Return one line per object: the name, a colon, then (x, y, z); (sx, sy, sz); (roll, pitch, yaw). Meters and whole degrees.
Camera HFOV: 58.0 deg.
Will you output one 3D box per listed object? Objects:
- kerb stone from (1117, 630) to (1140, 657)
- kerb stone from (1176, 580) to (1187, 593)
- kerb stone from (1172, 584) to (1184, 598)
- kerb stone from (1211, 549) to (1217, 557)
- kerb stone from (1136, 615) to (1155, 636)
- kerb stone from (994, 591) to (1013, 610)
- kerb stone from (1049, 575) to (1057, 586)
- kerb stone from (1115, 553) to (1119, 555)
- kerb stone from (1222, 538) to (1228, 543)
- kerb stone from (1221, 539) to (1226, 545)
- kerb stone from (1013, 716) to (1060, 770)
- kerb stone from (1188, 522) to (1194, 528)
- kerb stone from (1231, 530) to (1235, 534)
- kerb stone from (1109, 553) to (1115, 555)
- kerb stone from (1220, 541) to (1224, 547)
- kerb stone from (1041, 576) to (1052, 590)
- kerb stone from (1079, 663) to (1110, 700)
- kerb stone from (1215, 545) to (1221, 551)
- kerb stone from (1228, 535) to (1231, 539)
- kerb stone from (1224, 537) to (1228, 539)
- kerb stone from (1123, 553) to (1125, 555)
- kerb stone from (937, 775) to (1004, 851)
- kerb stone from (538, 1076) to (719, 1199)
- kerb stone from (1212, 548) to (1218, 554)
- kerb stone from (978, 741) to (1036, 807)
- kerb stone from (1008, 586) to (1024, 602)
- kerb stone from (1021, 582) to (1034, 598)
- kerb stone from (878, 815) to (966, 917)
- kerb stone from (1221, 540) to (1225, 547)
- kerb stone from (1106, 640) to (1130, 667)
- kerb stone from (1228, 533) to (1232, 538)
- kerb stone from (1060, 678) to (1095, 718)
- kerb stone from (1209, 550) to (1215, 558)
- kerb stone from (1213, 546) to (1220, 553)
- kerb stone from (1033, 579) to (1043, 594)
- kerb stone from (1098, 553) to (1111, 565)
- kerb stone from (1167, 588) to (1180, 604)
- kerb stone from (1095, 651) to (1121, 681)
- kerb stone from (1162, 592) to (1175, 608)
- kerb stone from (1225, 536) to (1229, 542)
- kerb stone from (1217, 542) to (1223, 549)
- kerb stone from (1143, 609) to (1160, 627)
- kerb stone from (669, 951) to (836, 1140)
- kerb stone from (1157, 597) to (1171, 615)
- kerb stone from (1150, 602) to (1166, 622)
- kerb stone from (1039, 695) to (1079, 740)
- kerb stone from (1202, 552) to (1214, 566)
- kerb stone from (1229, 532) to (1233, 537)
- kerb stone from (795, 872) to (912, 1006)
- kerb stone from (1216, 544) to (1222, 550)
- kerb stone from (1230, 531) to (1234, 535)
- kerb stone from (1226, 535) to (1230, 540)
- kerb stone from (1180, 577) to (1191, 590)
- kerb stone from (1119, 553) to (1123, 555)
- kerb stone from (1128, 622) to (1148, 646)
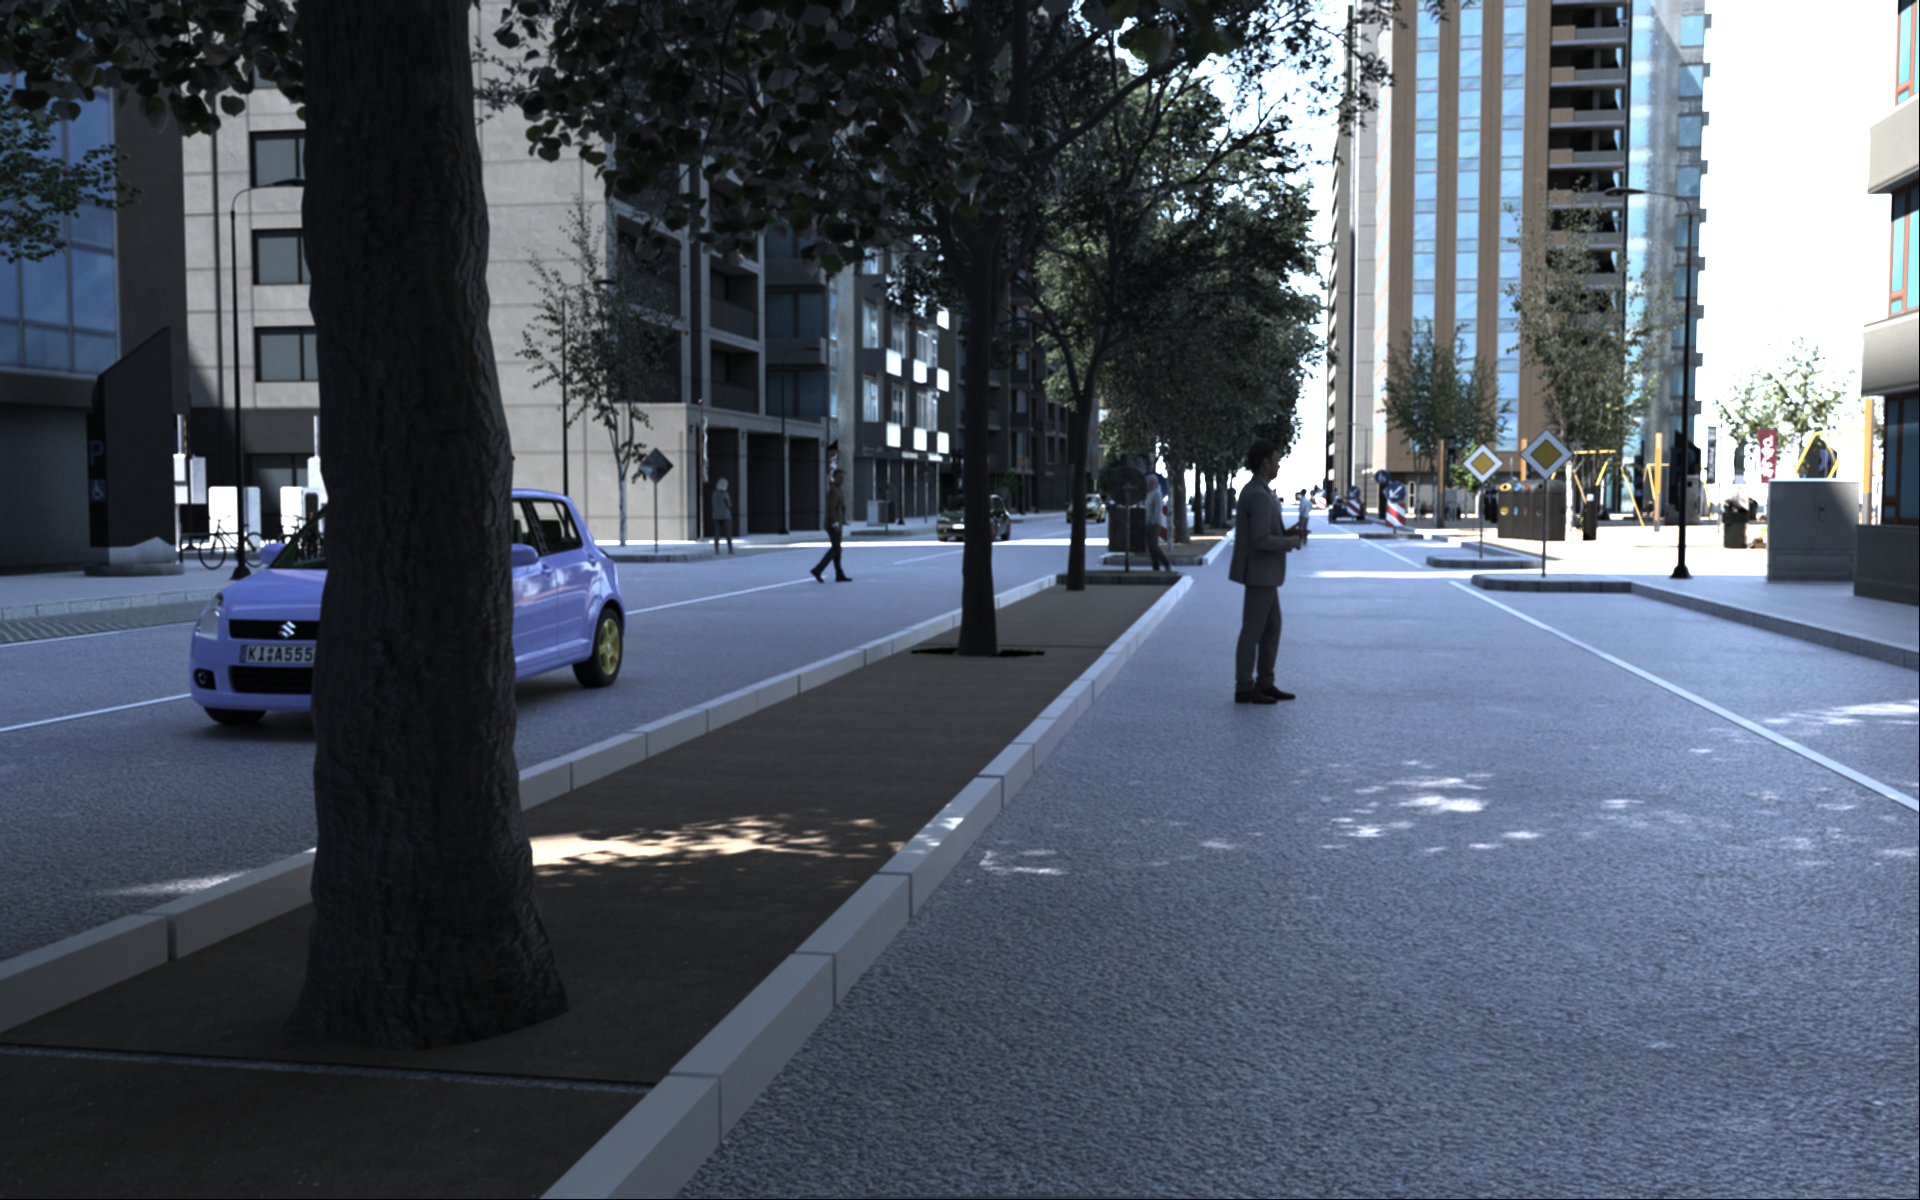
kerb stone: (1.486, 0.410, 15.492); (0.120, 0.150, 1.000); (1, 4, 10)
kerb stone: (3.105, -0.143, 24.584); (0.120, 0.150, 1.000); (1, 4, 10)
kerb stone: (2.926, -0.084, 23.562); (0.120, 0.150, 1.000); (1, 4, 10)
kerb stone: (5.539, -0.981, 38.229); (0.120, 0.150, 1.000); (1, 4, 10)
kerb stone: (1.848, 0.287, 17.510); (0.120, 0.150, 1.000); (1, 4, 10)
kerb stone: (0.508, 0.015, 21.952); (0.120, 0.150, 1.000); (1, 4, 10)
kerb stone: (1.406, -0.293, 26.987); (0.120, 0.150, 1.000); (1, 4, 10)
kerb stone: (3.284, -0.942, 37.604); (0.120, 0.150, 1.000); (1, 4, 10)
kerb stone: (7.166, -1.535, 47.314); (0.120, 0.150, 1.000); (1, 4, 10)
kerb stone: (6.977, -1.475, 46.306); (0.120, 0.150, 1.000); (1, 4, 10)
kerb stone: (0.410, 0.782, 9.413); (0.120, 0.150, 1.000); (1, 4, 10)
kerb stone: (10.308, -3.347, 76.966); (0.120, 0.150, 1.000); (1, 4, 10)
kerb stone: (8.948, -2.153, 57.390); (0.120, 0.150, 1.000); (1, 4, 10)
kerb stone: (3.116, -0.878, 36.596); (0.120, 0.150, 1.000); (1, 4, 10)
kerb stone: (6.619, -1.351, 44.293); (0.120, 0.150, 1.000); (1, 4, 10)
kerb stone: (1.215, -0.228, 25.983); (0.120, 0.150, 1.000); (1, 4, 10)
kerb stone: (0.953, 0.596, 12.454); (0.120, 0.150, 1.000); (1, 4, 10)
kerb stone: (6.077, -1.163, 41.264); (0.120, 0.150, 1.000); (1, 4, 10)
kerb stone: (7.876, -1.778, 51.343); (0.120, 0.150, 1.000); (1, 4, 10)
kerb stone: (7.341, -1.596, 48.321); (0.120, 0.150, 1.000); (1, 4, 10)
kerb stone: (3.651, -1.062, 39.615); (0.120, 0.150, 1.000); (1, 4, 10)
kerb stone: (0.042, 0.912, 7.377); (0.120, 0.150, 1.000); (1, 4, 10)
kerb stone: (-0.677, 1.156, 3.327); (0.120, 0.150, 1.000); (1, 4, 10)
kerb stone: (5.725, -1.042, 39.248); (0.120, 0.150, 1.000); (1, 4, 10)
kerb stone: (0.228, 0.844, 8.398); (0.120, 0.150, 1.000); (1, 4, 10)
kerb stone: (0.684, -0.047, 22.962); (0.120, 0.150, 1.000); (1, 4, 10)
kerb stone: (0.864, -0.108, 23.969); (0.120, 0.150, 1.000); (1, 4, 10)
kerb stone: (-0.133, 0.968, 6.370); (0.120, 0.150, 1.000); (1, 4, 10)
kerb stone: (6.798, -1.410, 45.300); (0.120, 0.150, 1.000); (1, 4, 10)
kerb stone: (1.302, 0.473, 14.474); (0.120, 0.150, 1.000); (1, 4, 10)
kerb stone: (8.237, -1.906, 53.355); (0.120, 0.150, 1.000); (1, 4, 10)
kerb stone: (0.766, 0.658, 11.438); (0.120, 0.150, 1.000); (1, 4, 10)
kerb stone: (5.359, -0.919, 37.214); (0.120, 0.150, 1.000); (1, 4, 10)
kerb stone: (5.903, -1.103, 40.257); (0.120, 0.150, 1.000); (1, 4, 10)
kerb stone: (1.042, -0.167, 24.976); (0.120, 0.150, 1.000); (1, 4, 10)
kerb stone: (2.939, -0.819, 35.589); (0.120, 0.150, 1.000); (1, 4, 10)
kerb stone: (2.739, -0.022, 22.550); (0.120, 0.150, 1.000); (1, 4, 10)
kerb stone: (1.130, 0.538, 13.462); (0.120, 0.150, 1.000); (1, 4, 10)
kerb stone: (2.560, 0.042, 21.541); (0.120, 0.150, 1.000); (1, 4, 10)
kerb stone: (7.517, -1.658, 49.331); (0.120, 0.150, 1.000); (1, 4, 10)
kerb stone: (6.439, -1.285, 43.277); (0.120, 0.150, 1.000); (1, 4, 10)
kerb stone: (2.025, 0.227, 18.520); (0.120, 0.150, 1.000); (1, 4, 10)
kerb stone: (-0.500, 1.093, 4.334); (0.120, 0.150, 1.000); (1, 4, 10)
kerb stone: (2.388, 0.102, 20.532); (0.120, 0.150, 1.000); (1, 4, 10)
kerb stone: (2.207, 0.163, 19.526); (0.120, 0.150, 1.000); (1, 4, 10)
kerb stone: (0.586, 0.720, 10.431); (0.120, 0.150, 1.000); (1, 4, 10)
kerb stone: (5.180, -0.857, 36.204); (0.120, 0.150, 1.000); (1, 4, 10)
kerb stone: (8.413, -1.962, 54.367); (0.120, 0.150, 1.000); (1, 4, 10)
kerb stone: (-0.318, 1.031, 5.345); (0.120, 0.150, 1.000); (1, 4, 10)
kerb stone: (6.258, -1.228, 42.270); (0.120, 0.150, 1.000); (1, 4, 10)
kerb stone: (8.594, -2.025, 55.377); (0.120, 0.150, 1.000); (1, 4, 10)
kerb stone: (7.687, -1.721, 50.338); (0.120, 0.150, 1.000); (1, 4, 10)
kerb stone: (3.291, -0.208, 25.592); (0.120, 0.150, 1.000); (1, 4, 10)
kerb stone: (3.478, -1.004, 38.607); (0.120, 0.150, 1.000); (1, 4, 10)
kerb stone: (1.669, 0.348, 16.504); (0.120, 0.150, 1.000); (1, 4, 10)
